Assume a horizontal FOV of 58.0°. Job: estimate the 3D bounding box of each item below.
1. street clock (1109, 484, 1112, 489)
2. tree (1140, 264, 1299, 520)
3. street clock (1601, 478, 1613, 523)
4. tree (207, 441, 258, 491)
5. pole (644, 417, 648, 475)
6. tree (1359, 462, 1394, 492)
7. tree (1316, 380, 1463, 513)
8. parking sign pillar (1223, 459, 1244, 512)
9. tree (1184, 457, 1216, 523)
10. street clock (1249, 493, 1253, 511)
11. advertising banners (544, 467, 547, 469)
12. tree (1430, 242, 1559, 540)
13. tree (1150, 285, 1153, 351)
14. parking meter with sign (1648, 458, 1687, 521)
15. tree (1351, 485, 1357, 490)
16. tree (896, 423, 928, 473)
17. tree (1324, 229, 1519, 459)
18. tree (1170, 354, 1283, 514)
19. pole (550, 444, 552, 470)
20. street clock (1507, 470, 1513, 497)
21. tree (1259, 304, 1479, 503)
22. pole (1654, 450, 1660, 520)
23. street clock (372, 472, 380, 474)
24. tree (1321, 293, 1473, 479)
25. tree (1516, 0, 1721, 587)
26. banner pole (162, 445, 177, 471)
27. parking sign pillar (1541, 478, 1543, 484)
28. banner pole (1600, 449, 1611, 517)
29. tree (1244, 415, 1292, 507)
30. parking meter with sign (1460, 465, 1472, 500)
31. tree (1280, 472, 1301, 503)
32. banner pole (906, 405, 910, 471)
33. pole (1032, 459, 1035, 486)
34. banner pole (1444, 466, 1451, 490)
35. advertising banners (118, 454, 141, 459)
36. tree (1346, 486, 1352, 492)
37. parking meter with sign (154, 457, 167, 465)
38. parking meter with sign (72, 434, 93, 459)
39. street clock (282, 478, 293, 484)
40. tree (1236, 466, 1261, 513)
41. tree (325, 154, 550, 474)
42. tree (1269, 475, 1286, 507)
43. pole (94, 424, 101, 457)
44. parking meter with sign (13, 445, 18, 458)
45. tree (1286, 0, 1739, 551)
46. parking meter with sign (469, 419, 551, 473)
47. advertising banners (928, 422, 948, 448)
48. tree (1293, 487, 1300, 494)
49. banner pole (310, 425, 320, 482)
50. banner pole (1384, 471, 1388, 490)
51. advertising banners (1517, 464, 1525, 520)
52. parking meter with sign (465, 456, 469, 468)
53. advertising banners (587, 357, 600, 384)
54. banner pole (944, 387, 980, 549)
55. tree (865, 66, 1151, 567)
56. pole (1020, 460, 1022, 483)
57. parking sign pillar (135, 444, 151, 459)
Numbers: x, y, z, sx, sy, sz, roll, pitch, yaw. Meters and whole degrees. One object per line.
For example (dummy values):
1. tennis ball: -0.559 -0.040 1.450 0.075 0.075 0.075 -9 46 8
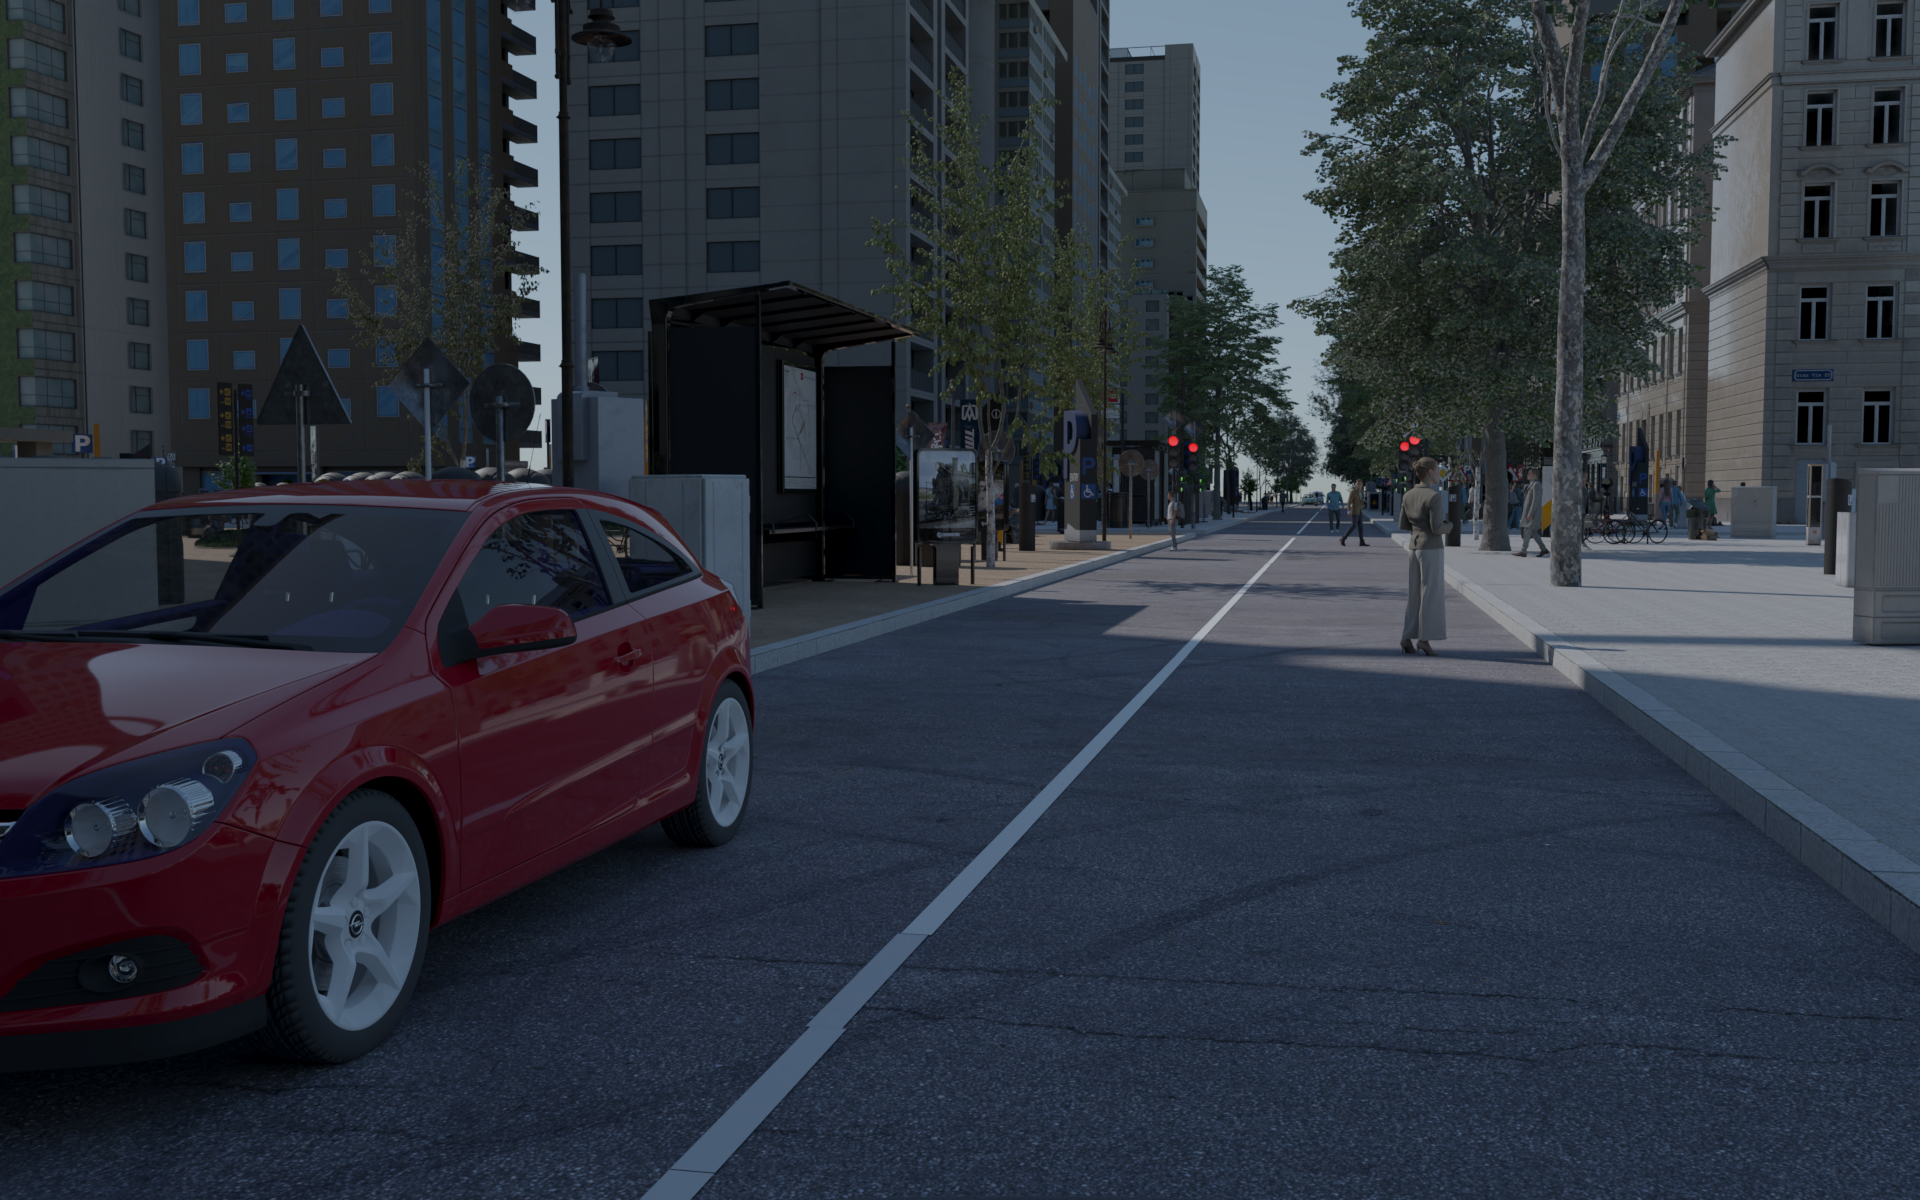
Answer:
1. street clock: 10.764 -7.289 123.746 0.358 2.002 0.471 2 4 23
2. tree: 12.807 -10.238 85.512 7.486 12.596 7.792 0 3 0
3. street clock: 28.895 -4.453 77.379 0.358 2.002 0.471 -2 4 -35
4. tree: -23.794 -3.846 57.475 1.663 3.219 1.824 0 3 0
5. pole: -8.294 -3.191 46.013 0.158 3.312 0.155 0 3 0
6. tree: 35.287 -9.983 146.941 4.285 4.588 4.351 0 3 0
7. tree: 29.760 -12.354 118.998 9.611 12.733 9.660 0 3 0
8. parking sign pillar: 21.427 -9.102 137.295 1.447 3.967 1.447 -2 4 -31
9. tree: 10.610 -5.136 78.572 1.663 3.219 1.824 0 3 0
10. street clock: 22.255 -7.816 132.360 0.471 2.002 0.358 3 5 39
11. advertising banners: -27.518 -7.116 112.530 2.074 3.025 0.090 1 4 10
12. tree: 14.605 -5.985 48.213 4.360 8.622 3.978 0 3 0
13. tree: 3.391 -5.896 46.760 4.737 8.622 4.395 0 3 0
14. parking meter with sign: 33.948 -5.327 83.350 1.738 3.016 0.543 2 4 34
15. tree: 58.741 -15.984 255.947 1.663 3.219 1.824 0 3 0
16. tree: -2.903 -5.877 79.802 4.285 4.588 4.351 0 3 0
17. tree: 18.179 -8.699 67.989 9.928 11.665 9.643 0 3 0
18. tree: 16.830 -10.755 110.259 7.601 10.594 8.767 0 4 -6
19. pole: -16.732 -4.696 70.622 0.158 3.312 0.155 0 3 0
20. street clock: 16.339 -2.902 52.014 0.471 2.002 0.358 2 4 24
21. tree: 24.311 -11.242 94.174 12.009 13.543 11.850 0 3 0
22. pole: 32.561 -5.325 80.904 0.158 3.312 0.155 0 3 0
23. street clock: -19.213 -3.214 57.125 0.358 2.002 0.471 -2 4 -32
24. tree: 21.192 -10.071 82.784 7.486 12.596 7.792 0 3 0
25. tree: 9.599 -10.197 22.609 12.611 20.169 13.585 0 3 0
26. banner pole: -40.508 -6.034 88.668 0.863 3.779 0.401 -3 4 -37
27. parking sign pillar: 37.588 -7.495 111.011 1.447 3.967 1.447 1 4 10
28. banner pole: 36.144 -6.542 96.985 0.401 3.779 0.863 -1 4 -18
29. tree: 26.348 -12.237 150.439 4.360 8.622 3.978 0 3 0
30. parking meter with sign: 30.183 -6.563 103.562 0.543 3.016 1.738 1 4 9
31. tree: 47.105 -16.099 246.929 4.285 4.588 4.351 0 3 0
32. banner pole: -1.394 -3.591 48.731 0.401 3.779 0.863 1 4 14
33. pole: 4.304 -6.574 101.327 0.158 3.312 0.155 0 3 0
34. banner pole: 37.832 -8.829 134.375 0.401 3.779 0.863 -2 4 -28
35. advertising banners: -36.069 -4.802 74.708 0.090 3.025 2.074 1 4 20
36. tree: 60.724 -19.256 265.196 4.360 8.622 3.978 0 3 0
37. parking meter with sign: -37.441 -5.184 81.027 0.543 3.016 1.738 -1 4 -20
38. parking meter with sign: -25.879 -3.355 51.115 0.543 3.016 1.738 -2 4 -28
39. street clock: -31.047 -4.617 80.057 0.471 2.002 0.358 -1 4 -19
40. tree: 19.378 -7.492 117.101 1.663 3.219 1.824 0 3 0
41. tree: -10.925 -5.302 37.050 4.360 8.622 3.978 0 3 0
42. tree: 32.052 -11.014 174.685 1.663 3.219 1.824 0 3 0
43. pole: -25.049 -3.456 50.343 0.158 3.312 0.155 0 3 0
44. parking meter with sign: -32.924 -4.012 61.855 0.543 3.016 1.738 1 4 10
45. tree: 12.064 -8.078 38.733 9.857 13.997 8.962 0 3 0
46. parking meter with sign: -10.346 -2.675 39.996 1.738 3.016 0.543 -1 4 -18
47. advertising banners: -1.255 -2.806 42.059 2.074 3.025 0.090 -1 4 -23
48. tree: 55.411 -17.702 284.031 1.663 3.219 1.824 0 3 0
49. banner pole: -20.774 -4.026 55.850 0.401 3.779 0.863 -3 5 -40
50. banner pole: 31.135 -8.318 126.018 0.863 3.779 0.401 -1 4 -22
51. advertising banners: 28.608 -5.468 85.583 2.074 3.025 0.090 0 4 -1
52. parking meter with sign: -22.855 -5.115 79.896 0.543 3.016 1.738 -2 4 -33
53. advertising banners: -5.063 -1.641 23.022 0.090 3.025 2.074 -2 4 -26
54. banner pole: 0.071 -3.069 40.193 0.863 3.779 0.401 1 4 9
55. tree: 0.495 -4.871 29.998 4.737 8.622 4.395 0 3 0
56. pole: 3.671 -6.738 104.013 0.158 3.312 0.155 0 3 0
57. parking sign pillar: -43.842 -6.364 92.530 1.447 3.967 1.447 -1 4 -11
